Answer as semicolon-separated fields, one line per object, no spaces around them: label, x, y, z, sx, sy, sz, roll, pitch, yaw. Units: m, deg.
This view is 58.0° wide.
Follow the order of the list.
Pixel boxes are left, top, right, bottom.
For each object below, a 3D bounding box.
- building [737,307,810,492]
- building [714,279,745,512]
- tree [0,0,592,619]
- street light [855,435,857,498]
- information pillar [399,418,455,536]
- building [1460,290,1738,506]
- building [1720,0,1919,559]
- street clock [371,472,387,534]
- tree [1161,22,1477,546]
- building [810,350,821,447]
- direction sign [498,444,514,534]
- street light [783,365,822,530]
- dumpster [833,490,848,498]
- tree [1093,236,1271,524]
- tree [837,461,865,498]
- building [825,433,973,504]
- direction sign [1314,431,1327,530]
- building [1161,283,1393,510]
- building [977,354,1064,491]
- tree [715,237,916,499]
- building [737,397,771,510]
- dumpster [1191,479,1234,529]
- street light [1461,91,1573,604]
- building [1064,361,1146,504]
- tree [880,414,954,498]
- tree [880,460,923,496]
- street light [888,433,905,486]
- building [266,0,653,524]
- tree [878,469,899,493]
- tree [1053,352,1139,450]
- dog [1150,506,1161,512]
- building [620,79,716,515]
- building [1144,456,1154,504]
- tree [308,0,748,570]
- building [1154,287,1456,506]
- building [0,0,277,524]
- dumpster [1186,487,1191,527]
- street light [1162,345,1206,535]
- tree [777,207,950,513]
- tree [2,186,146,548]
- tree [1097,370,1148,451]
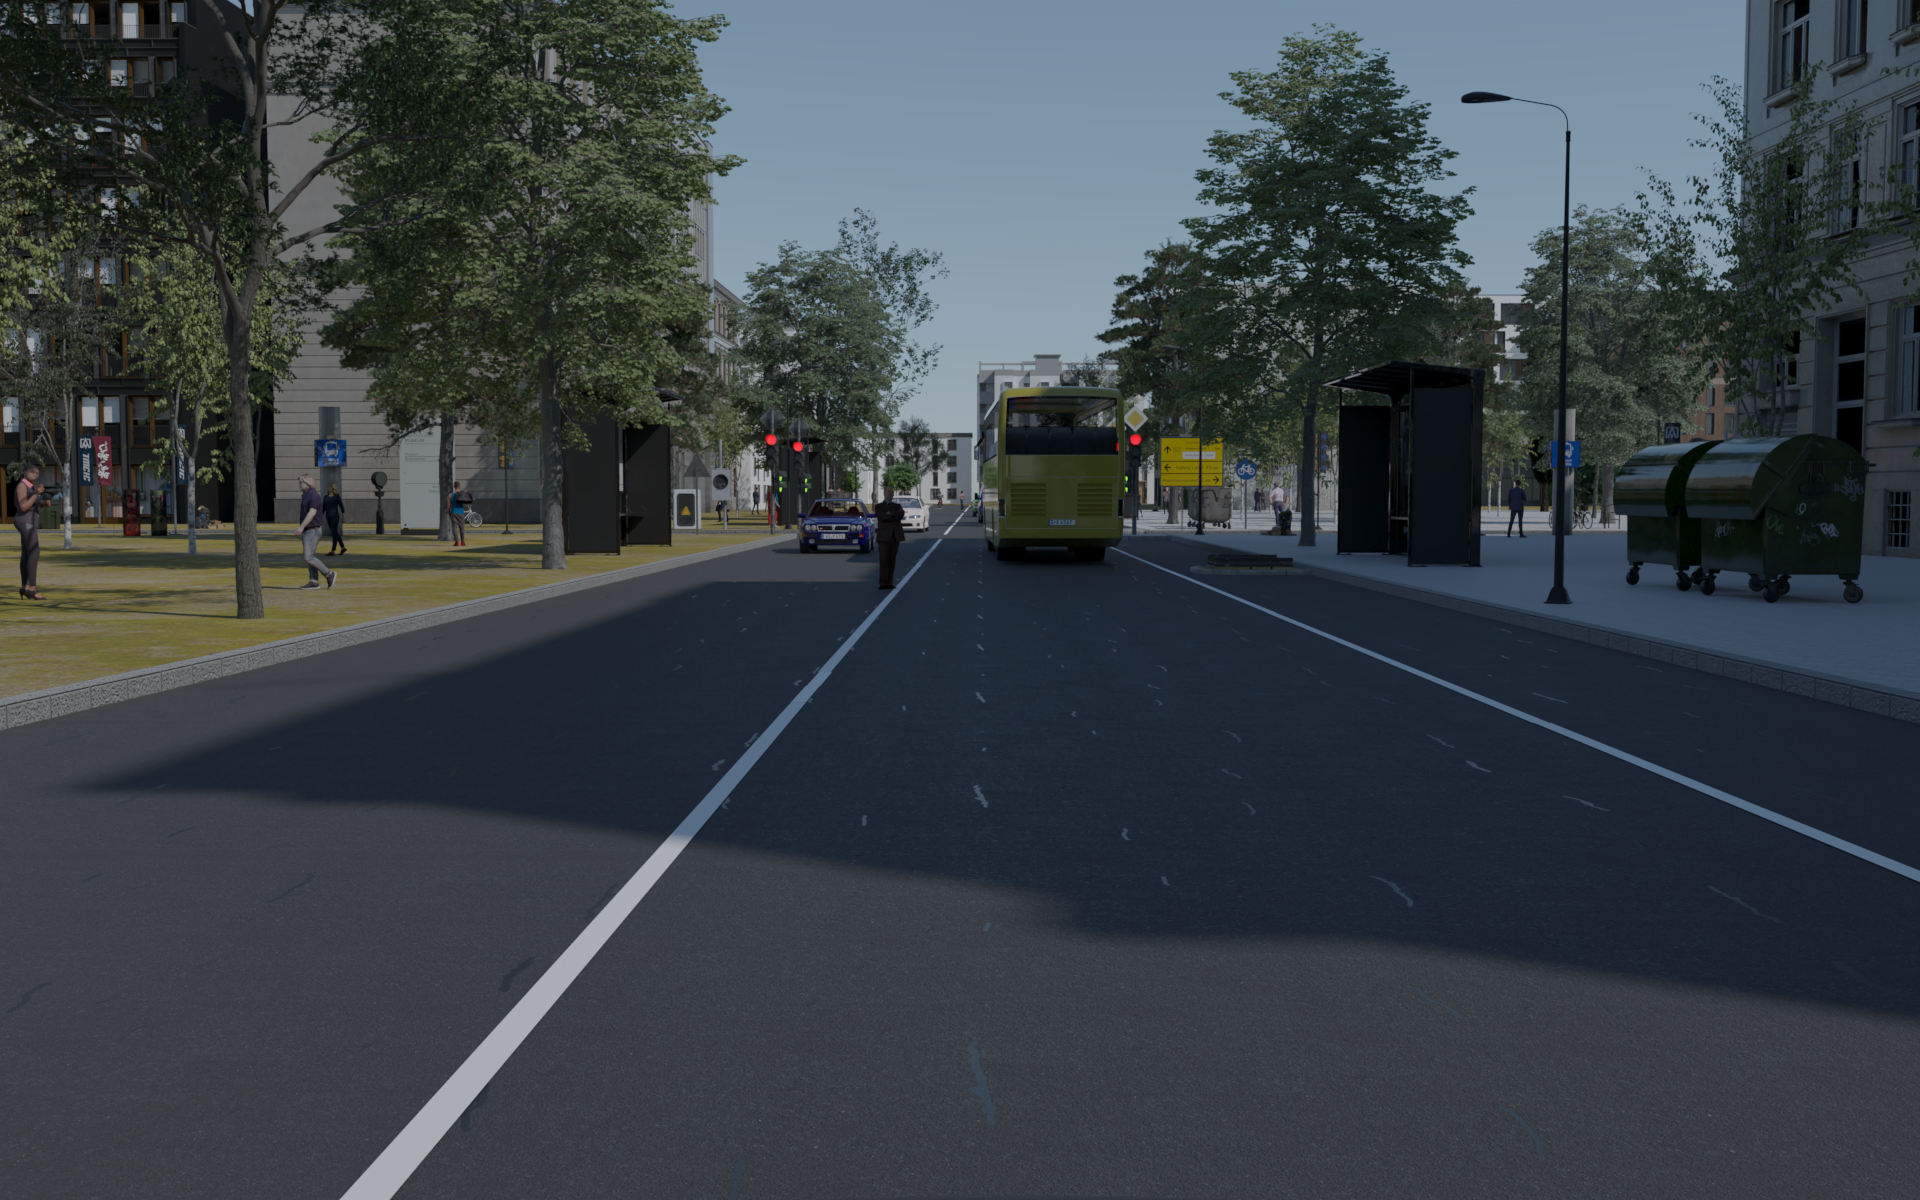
building;-23.863;-19.354;172.855;16.016;20.091;11.380;0;4;1
building;-22.312;-16.120;128.192;10.561;19.102;19.286;0;4;1
tree;-7.524;-5.070;17.300;8.767;10.594;7.601;2;4;29
street light;-5.273;-7.589;96.621;1.470;5.913;1.316;0;4;1
information pillar;-16.454;-3.805;53.530;1.656;3.620;0.184;0;4;-7
building;65.245;-21.031;187.825;32.646;21.610;27.936;0;4;1
building;26.120;-11.898;27.824;16.112;22.955;30.059;0;4;1
street clock;-18.660;-3.126;55.686;0.358;2.002;0.471;2;4;31
tree;8.974;-7.591;42.247;7.486;12.596;7.792;0;3;0
building;-21.558;-20.698;194.827;11.380;20.091;16.016;0;4;1
direction sign;-14.448;-3.862;55.147;0.379;3.537;0.876;1;4;16
street light;-5.662;-5.499;62.452;1.470;5.913;1.316;0;4;1
dumpster;-8.915;-7.440;127.407;1.264;1.857;1.865;0;4;1
tree;9.187;-9.270;73.618;6.751;12.117;7.091;0;3;0
tree;-6.113;-6.438;99.864;1.663;3.219;1.824;0;3;0
building;-12.301;-18.082;237.789;28.070;9.664;9.099;0;4;1
direction sign;12.841;-4.284;62.043;0.876;3.537;0.379;-3;5;-42
building;27.971;-17.588;154.021;16.747;18.905;31.486;0;4;1
building;8.052;-23.491;240.503;11.380;20.091;16.016;0;4;1
tree;-7.065;-10.911;85.047;9.857;13.997;8.962;0;3;0
building;-21.101;-12.898;153.037;9.099;9.664;28.070;0;4;1
dumpster;9.340;-3.539;63.617;1.264;1.857;1.865;0;4;1
street light;6.480;-2.912;20.154;1.470;5.913;1.316;0;4;1
building;19.426;-23.458;239.960;11.380;20.091;16.016;0;4;1
tree;-4.699;-16.997;212.308;8.767;10.594;7.601;2;4;29
tree;-6.126;-11.329;168.935;4.285;4.588;4.351;0;3;0
street light;-4.880;-9.675;130.720;1.470;5.913;1.316;0;4;1
building;-23.500;-17.636;85.608;12.463;27.353;25.104;0;4;1
tree;-5.498;-8.615;135.462;1.663;3.219;1.824;0;3;0
tree;9.042;-10.960;113.611;8.767;10.594;7.601;-2;4;-27
dog;14.298;-6.656;126.553;0.550;0.427;0.748;-2;4;-26
building;-22.910;-17.763;108.451;12.078;24.808;19.932;0;4;1
building;39.111;-18.016;236.702;28.070;9.664;9.099;0;4;1
tree;-7.144;-6.774;28.875;7.486;12.596;7.792;0;3;0
building;34.633;-20.938;186.313;27.936;21.610;32.646;0;4;1
building;-40.688;-15.248;78.984;15.834;23.373;12.332;0;4;1
dumpster;9.489;-3.752;67.100;1.264;1.857;1.865;0;4;1
street light;6.987;-4.994;54.190;1.470;5.913;1.316;0;4;1
tree;-6.888;-15.995;117.415;12.611;20.169;13.585;0;3;0
tree;-21.432;-5.537;40.896;4.360;8.622;3.978;0;3;0
tree;9.185;-9.197;100.740;4.737;8.622;4.395;0;3;0
